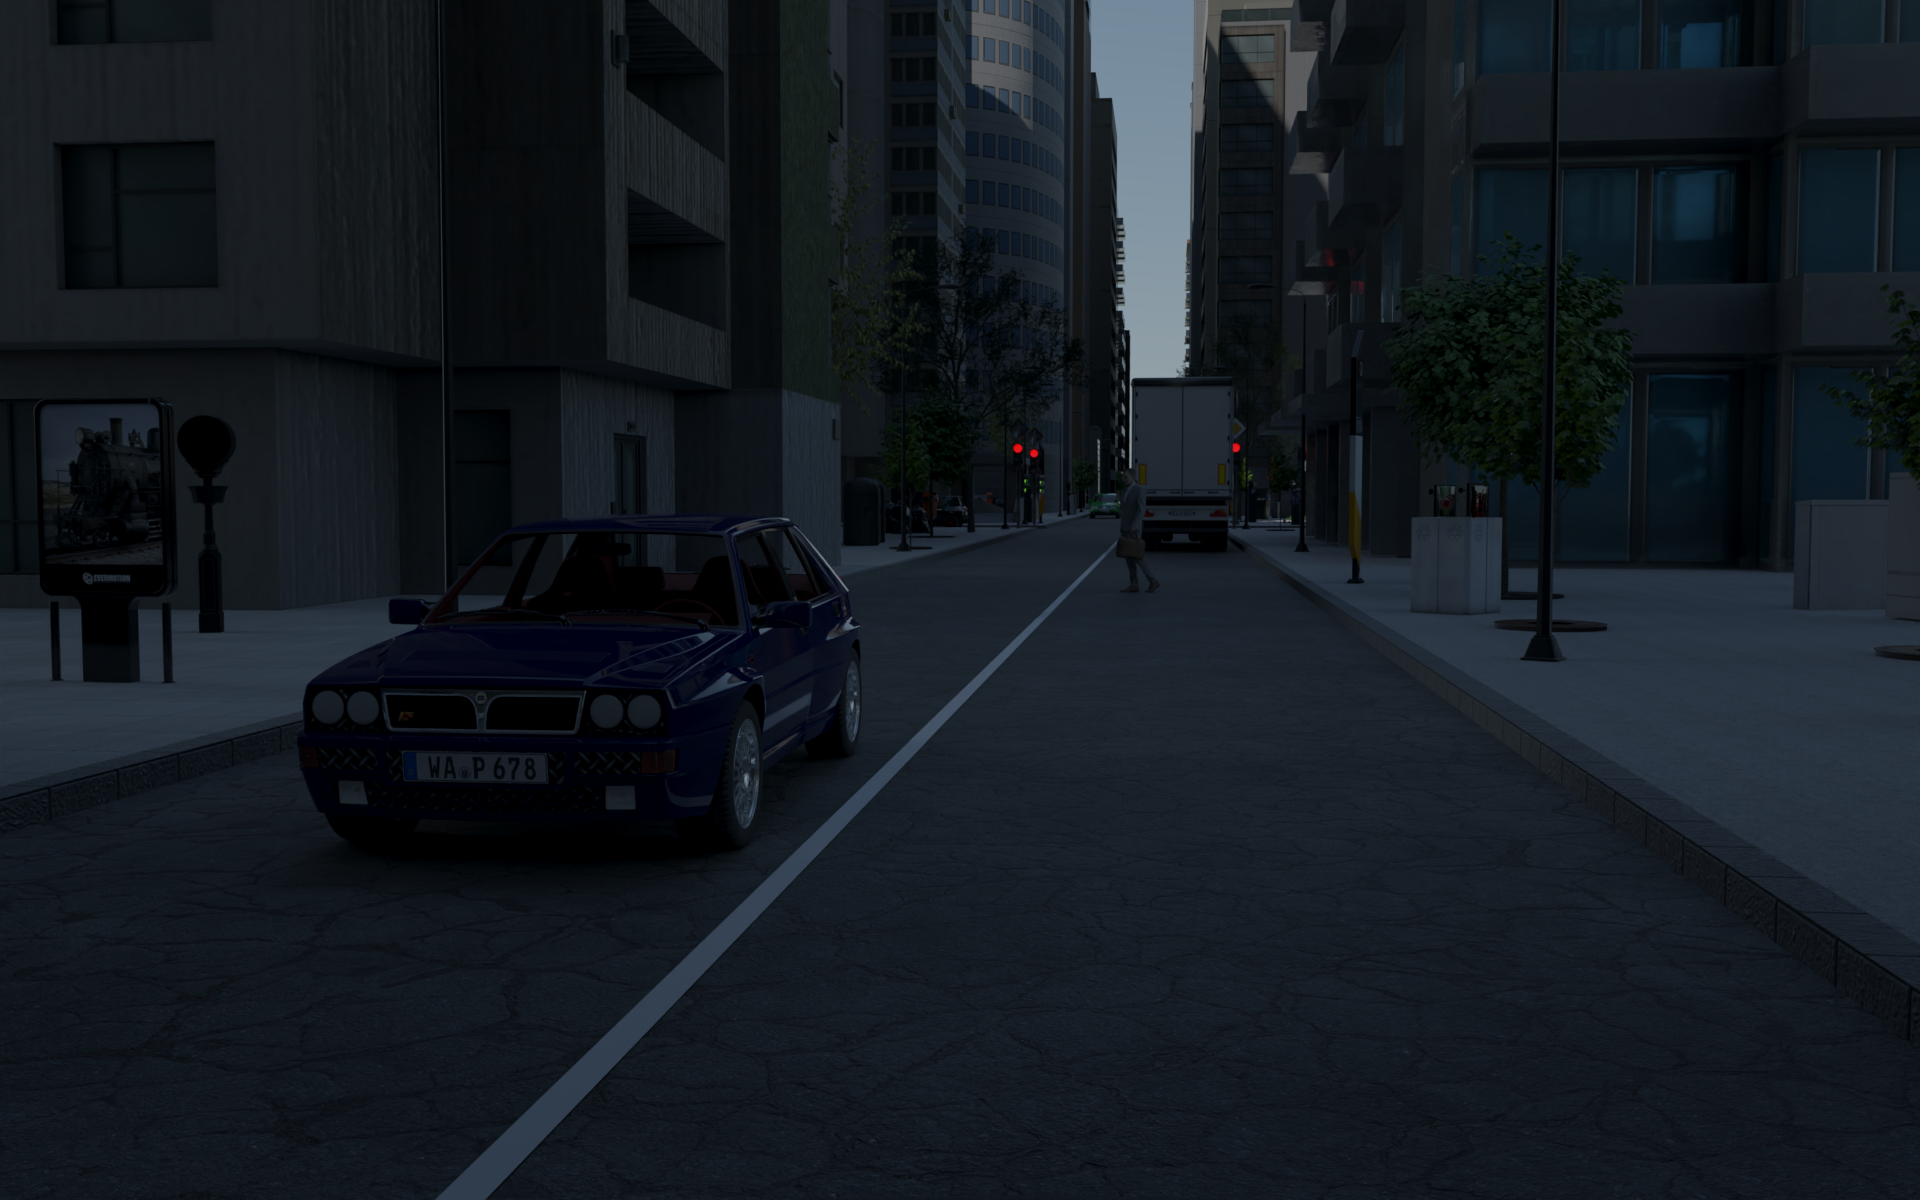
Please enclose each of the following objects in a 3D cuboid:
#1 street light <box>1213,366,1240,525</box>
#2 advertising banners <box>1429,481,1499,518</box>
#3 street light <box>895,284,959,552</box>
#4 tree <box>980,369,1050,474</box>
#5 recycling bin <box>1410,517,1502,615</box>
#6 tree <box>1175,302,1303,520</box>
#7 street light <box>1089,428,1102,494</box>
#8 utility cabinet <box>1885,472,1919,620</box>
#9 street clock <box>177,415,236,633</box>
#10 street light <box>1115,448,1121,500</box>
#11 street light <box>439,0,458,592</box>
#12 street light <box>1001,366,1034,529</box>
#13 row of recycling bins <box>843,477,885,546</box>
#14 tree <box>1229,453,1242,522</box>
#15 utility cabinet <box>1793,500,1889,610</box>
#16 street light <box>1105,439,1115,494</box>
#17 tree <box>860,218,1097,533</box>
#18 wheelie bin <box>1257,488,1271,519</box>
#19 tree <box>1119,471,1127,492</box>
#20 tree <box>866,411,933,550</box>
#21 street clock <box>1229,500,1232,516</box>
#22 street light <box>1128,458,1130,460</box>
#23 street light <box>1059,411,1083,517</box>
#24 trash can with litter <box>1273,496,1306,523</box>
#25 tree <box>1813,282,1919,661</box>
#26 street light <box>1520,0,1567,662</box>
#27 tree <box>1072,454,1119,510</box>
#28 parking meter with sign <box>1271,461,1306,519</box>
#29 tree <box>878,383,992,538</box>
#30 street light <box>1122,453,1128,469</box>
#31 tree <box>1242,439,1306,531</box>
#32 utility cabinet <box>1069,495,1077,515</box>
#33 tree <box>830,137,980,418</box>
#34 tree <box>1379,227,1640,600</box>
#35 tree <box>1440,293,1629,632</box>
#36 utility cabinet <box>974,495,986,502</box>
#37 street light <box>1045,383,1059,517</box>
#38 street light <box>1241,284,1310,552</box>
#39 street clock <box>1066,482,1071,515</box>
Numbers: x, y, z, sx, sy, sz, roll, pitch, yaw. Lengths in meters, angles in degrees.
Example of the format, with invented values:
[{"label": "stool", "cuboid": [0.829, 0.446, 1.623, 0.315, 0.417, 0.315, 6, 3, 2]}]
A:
[{"label": "street light", "cuboid": [9.895, -5.534, 63.021, 1.470, 5.913, 1.316, 0, 4, 7]}, {"label": "advertising banners", "cuboid": [7.435, -1.756, 24.900, 2.074, 3.025, 0.090, -3, 4, -37]}, {"label": "street light", "cuboid": [-0.718, -4.030, 38.437, 1.470, 5.913, 1.316, 0, 4, 7]}, {"label": "tree", "cuboid": [2.816, -9.115, 99.389, 4.737, 8.622, 4.395, 0, 3, 0]}, {"label": "recycling bin", "cuboid": [5.377, -0.380, 18.770, 0.722, 1.027, 0.722, -3, 5, -44]}, {"label": "tree", "cuboid": [13.758, -9.226, 85.261, 8.767, 10.594, 7.601, 0, 4, 7]}, {"label": "street light", "cuboid": [9.101, -9.141, 121.999, 1.470, 5.913, 1.316, 0, 4, 7]}, {"label": "utility cabinet", "cuboid": [9.768, -0.525, 17.270, 0.318, 1.500, 1.173, 0, 4, -6]}, {"label": "street clock", "cuboid": [-6.943, -0.700, 16.010, 0.471, 2.002, 0.358, -1, 4, -12]}, {"label": "street light", "cuboid": [15.151, -12.261, 173.008, 1.470, 5.913, 1.316, 0, 4, 7]}, {"label": "street light", "cuboid": [-3.711, -2.551, 14.253, 1.470, 5.913, 1.316, 0, 4, 7]}, {"label": "street light", "cuboid": [2.191, -5.533, 63.002, 1.470, 5.913, 1.316, 0, 4, 7]}, {"label": "row of recycling bins", "cuboid": [-2.476, -2.282, 44.423, 1.069, 1.692, 3.534, 0, 4, 1]}, {"label": "tree", "cuboid": [13.027, -5.222, 79.983, 1.663, 3.219, 1.824, 0, 3, 0]}, {"label": "utility cabinet", "cuboid": [9.843, -0.498, 19.302, 1.020, 1.237, 0.306, 0, 4, -8]}, {"label": "street light", "cuboid": [12.347, -10.765, 148.551, 1.470, 5.913, 1.316, 0, 4, 7]}, {"label": "tree", "cuboid": [0.462, -7.546, 57.788, 8.767, 10.594, 7.601, 1, 4, 10]}, {"label": "wheelie bin", "cuboid": [15.277, -4.869, 87.520, 0.980, 1.594, 0.693, 2, 4, 33]}, {"label": "tree", "cuboid": [19.671, -14.411, 219.341, 4.285, 4.588, 4.351, 0, 3, 0]}, {"label": "tree", "cuboid": [-1.108, -2.803, 40.437, 1.663, 3.219, 1.824, 0, 3, 0]}, {"label": "street clock", "cuboid": [15.565, -5.838, 100.022, 0.471, 2.002, 0.358, 2, 4, 35]}, {"label": "street light", "cuboid": [21.969, -15.819, 231.180, 1.470, 5.913, 1.316, 0, 4, 7]}, {"label": "street light", "cuboid": [6.160, -7.613, 97.018, 1.470, 5.913, 1.316, 0, 4, 7]}, {"label": "trash can with litter", "cuboid": [14.981, -3.996, 76.390, 2.233, 1.210, 1.678, 2, 4, 28]}, {"label": "tree", "cuboid": [7.786, -1.148, 13.376, 1.663, 3.219, 1.824, 0, 3, 0]}, {"label": "street light", "cuboid": [3.976, -2.492, 13.285, 1.470, 5.913, 1.316, 0, 4, 7]}, {"label": "tree", "cuboid": [9.927, -9.668, 141.778, 4.285, 4.588, 4.351, 0, 3, 0]}, {"label": "parking meter with sign", "cuboid": [17.225, -5.792, 90.961, 1.738, 3.016, 0.543, 2, 4, 32]}, {"label": "tree", "cuboid": [-0.762, -4.132, 51.267, 4.285, 4.588, 4.351, 0, 3, 0]}, {"label": "street light", "cuboid": [18.115, -13.773, 197.735, 1.470, 5.913, 1.316, 0, 4, 7]}, {"label": "tree", "cuboid": [11.125, -4.016, 60.270, 1.663, 3.219, 1.824, 0, 3, 0]}, {"label": "utility cabinet", "cuboid": [6.995, -5.878, 107.270, 0.306, 1.237, 1.020, 1, 4, 15]}, {"label": "tree", "cuboid": [-2.832, -5.152, 34.591, 4.737, 8.622, 4.395, 0, 3, 0]}, {"label": "tree", "cuboid": [6.864, -2.317, 21.591, 4.285, 4.588, 4.351, 0, 3, 0]}, {"label": "tree", "cuboid": [5.709, -1.345, 16.589, 1.663, 3.219, 1.824, 0, 3, 0]}, {"label": "utility cabinet", "cuboid": [1.164, -5.918, 107.925, 1.020, 1.237, 0.306, -1, 4, -11]}, {"label": "street light", "cuboid": [3.261, -6.116, 72.533, 1.470, 5.913, 1.316, 0, 4, 7]}, {"label": "street light", "cuboid": [7.047, -4.023, 38.309, 1.470, 5.913, 1.316, 0, 4, 7]}, {"label": "street clock", "cuboid": [6.559, -6.132, 104.833, 0.358, 2.002, 0.471, 0, 4, 6]}]
